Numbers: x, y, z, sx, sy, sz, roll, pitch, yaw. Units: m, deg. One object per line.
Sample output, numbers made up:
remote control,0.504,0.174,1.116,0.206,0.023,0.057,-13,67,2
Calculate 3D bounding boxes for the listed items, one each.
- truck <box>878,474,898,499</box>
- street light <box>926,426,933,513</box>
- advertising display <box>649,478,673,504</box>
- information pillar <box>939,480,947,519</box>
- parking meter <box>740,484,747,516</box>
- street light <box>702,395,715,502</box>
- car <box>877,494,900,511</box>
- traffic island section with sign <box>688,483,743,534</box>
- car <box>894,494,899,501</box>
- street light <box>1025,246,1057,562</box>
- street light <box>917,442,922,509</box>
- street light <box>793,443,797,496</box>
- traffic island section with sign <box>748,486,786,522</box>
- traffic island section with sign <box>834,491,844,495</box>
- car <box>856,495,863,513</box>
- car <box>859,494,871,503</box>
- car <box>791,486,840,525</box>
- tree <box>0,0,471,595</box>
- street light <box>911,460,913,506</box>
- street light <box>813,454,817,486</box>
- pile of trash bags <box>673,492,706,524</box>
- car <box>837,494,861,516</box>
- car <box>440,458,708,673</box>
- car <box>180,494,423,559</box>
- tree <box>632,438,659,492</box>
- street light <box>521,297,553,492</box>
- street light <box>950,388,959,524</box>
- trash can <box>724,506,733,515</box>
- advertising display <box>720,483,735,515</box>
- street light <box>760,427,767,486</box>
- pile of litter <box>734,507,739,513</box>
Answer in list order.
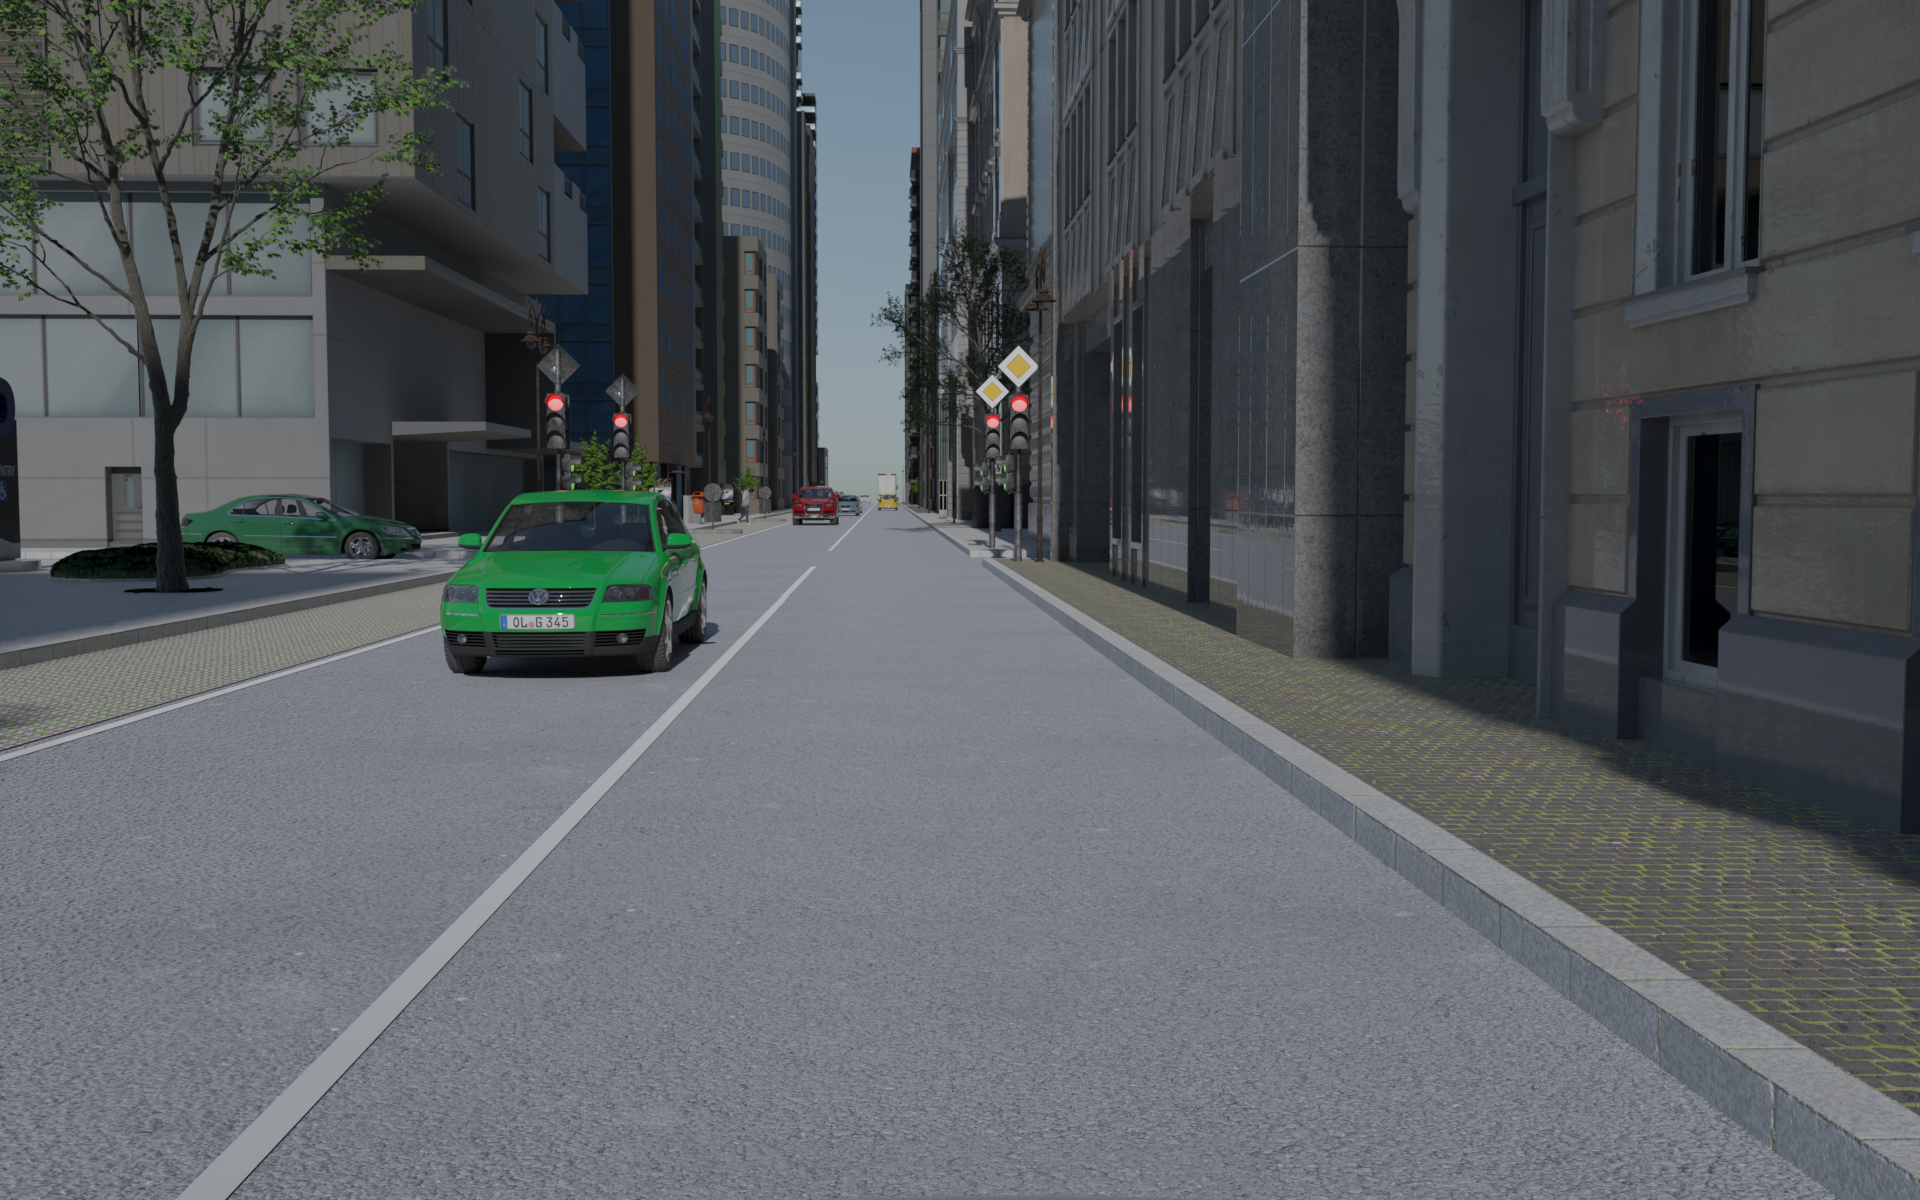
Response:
truck,-10.210,-15.600,243.972,2.839,4.237,11.283,0,4,-1
street light,-2.059,-8.726,115.453,0.468,5.910,1.993,0,4,-2
advertising display,-11.730,-3.835,67.923,0.974,1.923,0.123,1,4,13
information pillar,-0.883,-5.236,90.100,0.304,2.012,0.304,3,5,41
parking meter,-12.775,-5.911,102.353,0.255,1.863,0.399,-3,4,-38
street light,-11.709,-6.615,80.942,0.468,5.910,1.993,0,4,-2
car,-6.273,-8.611,151.009,2.015,1.641,3.980,0,4,-1
traffic island section with sign,-8.849,-3.279,62.239,1.989,1.847,2.006,0,4,-2
car,-8.715,-12.523,216.553,2.131,1.459,4.920,0,4,-1
street light,1.508,-3.656,32.563,0.468,5.910,1.993,0,4,-2
street light,-3.574,-10.964,152.054,0.468,5.910,1.993,0,4,-2
street light,-14.930,-11.280,157.208,0.468,5.910,1.993,0,4,-2
traffic island section with sign,-10.028,-4.950,89.561,1.989,1.847,2.006,0,4,-2
traffic island section with sign,-16.977,-14.763,249.998,1.989,1.847,2.006,0,4,-2
car,-8.333,-7.216,130.343,2.083,1.381,4.827,0,4,-1
car,-14.918,-15.827,271.138,2.083,1.381,4.827,0,4,-3
car,-6.713,-4.412,80.807,2.281,1.827,5.304,0,4,-2
tree,-10.348,-5.916,22.480,9.928,11.665,9.643,0,3,0
street light,-5.323,-13.415,192.119,0.468,5.910,1.993,0,4,-2
street light,-16.791,-13.910,200.209,0.468,5.910,1.993,0,4,-2
pile of trash bags,-12.412,-3.906,73.617,3.447,1.369,1.912,1,4,13
car,-7.497,-6.251,114.211,2.014,1.417,4.499,0,4,-2
car,-3.282,-0.397,15.280,1.959,1.807,4.718,0,4,-3
car,-13.883,-1.515,36.563,4.920,1.459,2.131,0,4,-4
tree,-11.101,-3.938,58.987,1.663,3.219,1.824,0,3,0
street light,-9.947,-4.164,40.877,0.468,5.910,1.993,0,4,-2
street light,-0.256,-6.273,75.351,0.468,5.910,1.993,0,4,-2
trash can,-14.349,-5.866,107.569,0.748,1.137,0.748,0,3,0
advertising display,-13.955,-6.037,103.916,0.974,1.923,0.123,2,4,28
street light,-13.253,-8.829,117.139,0.468,5.910,1.993,0,4,-2
pile of litter,-15.317,-6.131,114.212,1.719,0.858,1.176,-2,4,-24
